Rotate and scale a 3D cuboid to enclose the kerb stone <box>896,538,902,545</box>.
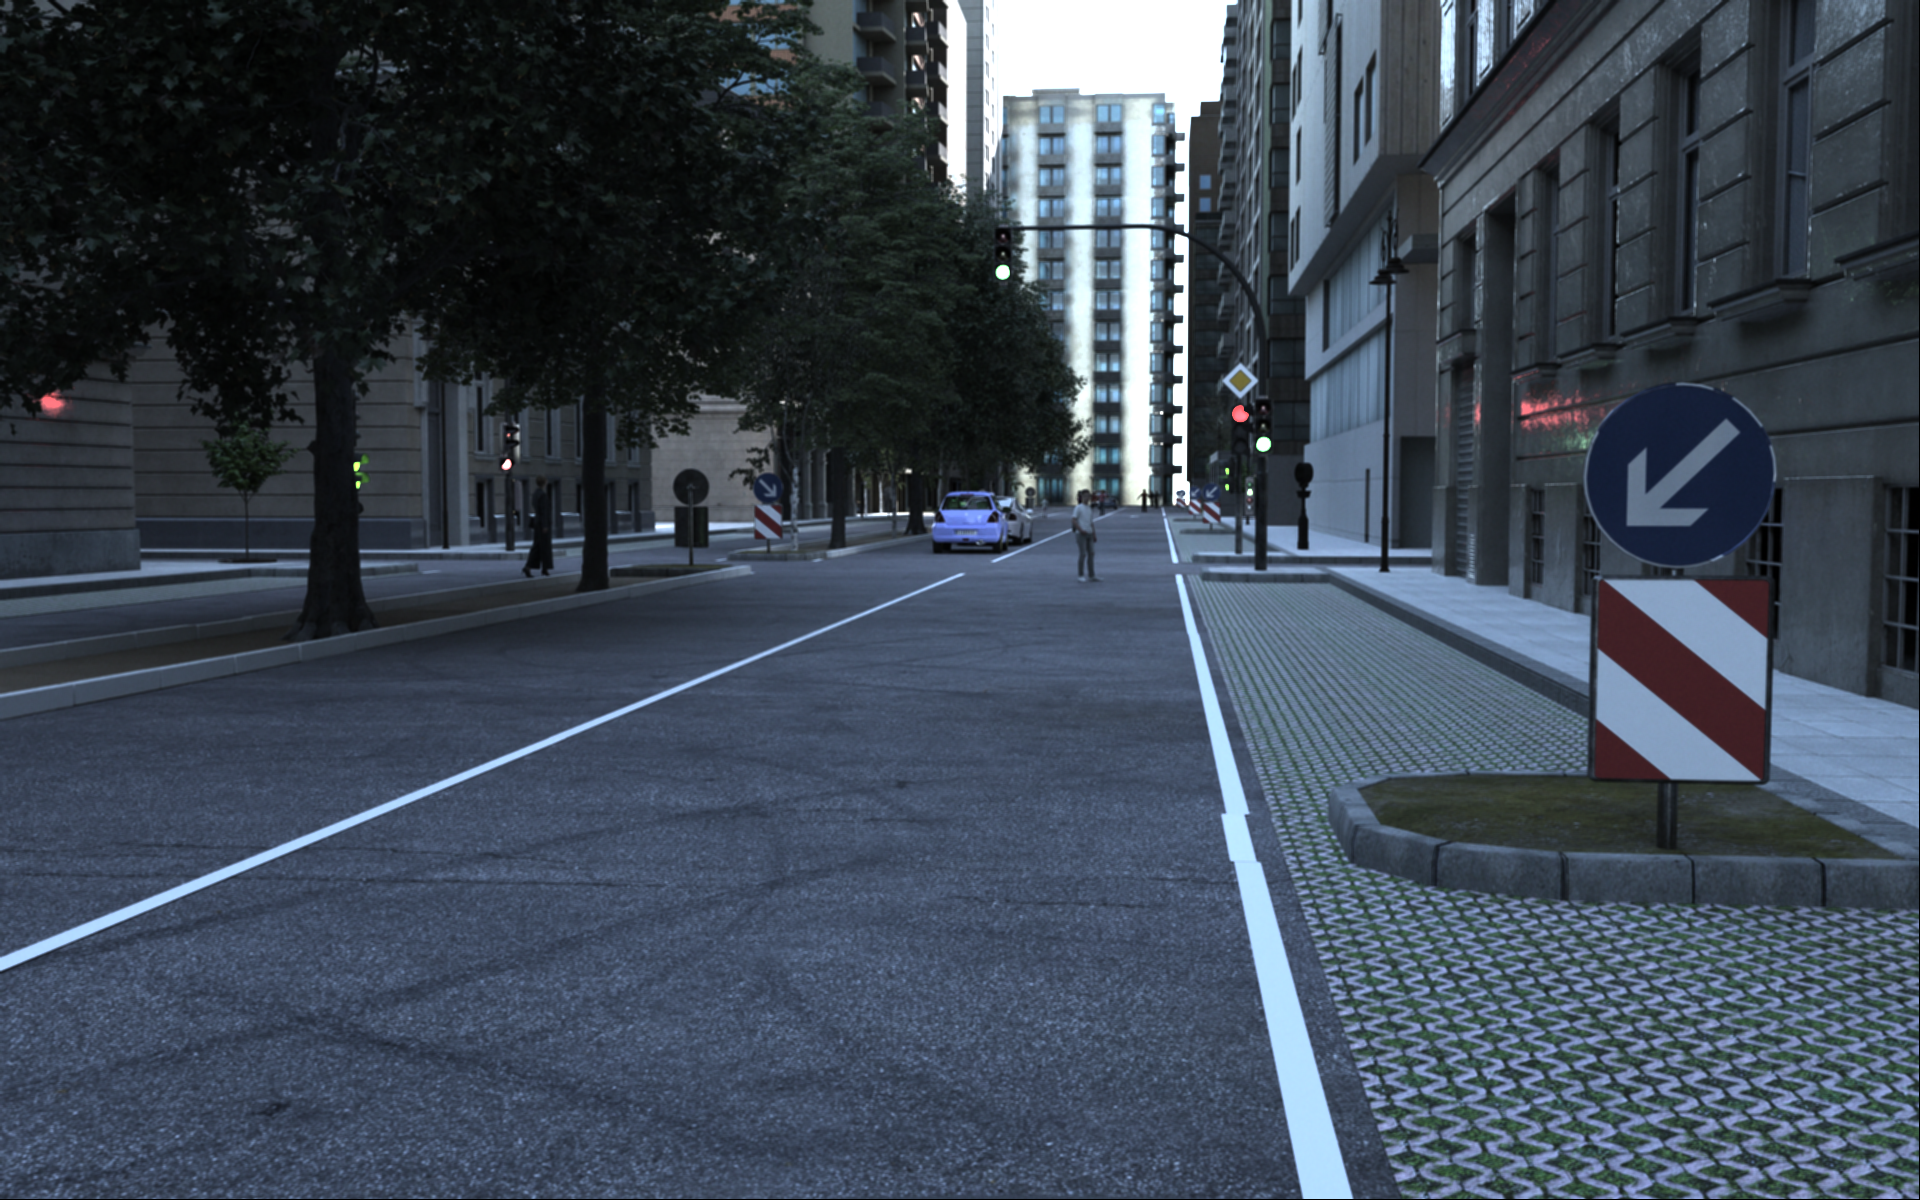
[{"bbox_3d":[-1.822,-1.601,48.367,0.120,0.150,1.000,0,4,7],"label":"kerb stone"}]

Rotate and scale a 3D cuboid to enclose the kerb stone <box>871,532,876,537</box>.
[{"bbox_3d":[-2.965,-2.113,56.748,0.120,0.150,1.000,0,4,7],"label":"kerb stone"}]

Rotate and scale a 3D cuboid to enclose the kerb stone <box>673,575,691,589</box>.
[{"bbox_3d":[-4.340,-0.262,26.475,0.120,0.150,1.000,0,4,7],"label":"kerb stone"}]

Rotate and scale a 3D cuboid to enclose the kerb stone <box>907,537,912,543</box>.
[{"bbox_3d":[-1.588,-1.726,50.413,0.120,0.150,1.000,0,4,7],"label":"kerb stone"}]

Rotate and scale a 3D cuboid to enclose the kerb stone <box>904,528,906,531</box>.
[{"bbox_3d":[-2.148,-2.549,63.874,0.120,0.150,1.000,0,4,7],"label":"kerb stone"}]

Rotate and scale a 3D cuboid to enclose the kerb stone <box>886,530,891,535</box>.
[{"bbox_3d":[-2.616,-2.297,59.802,0.120,0.150,1.000,0,4,7],"label":"kerb stone"}]

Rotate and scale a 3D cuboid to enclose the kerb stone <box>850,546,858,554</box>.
[{"bbox_3d":[-2.643,-1.163,41.239,0.120,0.150,1.000,0,4,7],"label":"kerb stone"}]

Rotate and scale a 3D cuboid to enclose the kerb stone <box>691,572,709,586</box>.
[{"bbox_3d":[-4.218,-0.324,27.498,0.120,0.150,1.000,0,4,7],"label":"kerb stone"}]

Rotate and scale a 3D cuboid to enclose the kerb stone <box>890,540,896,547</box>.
[{"bbox_3d":[-1.941,-1.538,47.342,0.120,0.150,1.000,0,4,7],"label":"kerb stone"}]

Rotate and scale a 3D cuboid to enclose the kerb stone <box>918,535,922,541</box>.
[{"bbox_3d":[-1.355,-1.849,52.450,0.120,0.150,1.000,0,4,7],"label":"kerb stone"}]

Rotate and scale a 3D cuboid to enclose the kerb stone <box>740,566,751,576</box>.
[{"bbox_3d":[-3.865,-0.509,30.553,0.120,0.150,1.000,0,4,7],"label":"kerb stone"}]

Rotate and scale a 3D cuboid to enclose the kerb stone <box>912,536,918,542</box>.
[{"bbox_3d":[-1.465,-1.788,51.428,0.120,0.150,1.000,0,4,7],"label":"kerb stone"}]

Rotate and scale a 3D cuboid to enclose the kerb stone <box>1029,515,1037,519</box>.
[{"bbox_3d":[4.267,-4.842,101.358,0.120,0.150,1.000,0,4,7],"label":"kerb stone"}]

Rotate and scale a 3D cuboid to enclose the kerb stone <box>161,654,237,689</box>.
[{"bbox_3d":[-5.863,0.554,13.222,0.120,0.150,1.000,0,4,7],"label":"kerb stone"}]

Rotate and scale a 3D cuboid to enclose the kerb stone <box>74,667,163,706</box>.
[{"bbox_3d":[-5.980,0.614,12.207,0.120,0.150,1.000,0,4,7],"label":"kerb stone"}]

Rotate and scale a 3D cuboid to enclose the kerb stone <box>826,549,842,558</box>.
[{"bbox_3d":[-2.882,-1.039,39.195,0.120,0.150,1.000,0,4,7],"label":"kerb stone"}]

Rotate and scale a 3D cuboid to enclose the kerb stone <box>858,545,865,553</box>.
[{"bbox_3d":[-2.525,-1.227,42.254,0.120,0.150,1.000,0,4,7],"label":"kerb stone"}]

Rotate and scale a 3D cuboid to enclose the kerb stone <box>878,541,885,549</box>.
[{"bbox_3d":[-2.171,-1.413,45.304,0.120,0.150,1.000,0,4,7],"label":"kerb stone"}]

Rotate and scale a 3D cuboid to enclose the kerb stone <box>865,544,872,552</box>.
[{"bbox_3d":[-2.405,-1.289,43.270,0.120,0.150,1.000,0,4,7],"label":"kerb stone"}]

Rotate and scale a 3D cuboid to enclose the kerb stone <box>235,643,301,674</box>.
[{"bbox_3d":[-5.744,0.492,14.242,0.120,0.150,1.000,0,4,7],"label":"kerb stone"}]

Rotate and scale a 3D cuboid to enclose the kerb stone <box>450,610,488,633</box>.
[{"bbox_3d":[-5.275,0.241,18.327,0.120,0.150,1.000,0,4,7],"label":"kerb stone"}]

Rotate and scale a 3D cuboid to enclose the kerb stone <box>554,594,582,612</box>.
[{"bbox_3d":[-4.923,0.052,21.380,0.120,0.150,1.000,0,4,7],"label":"kerb stone"}]

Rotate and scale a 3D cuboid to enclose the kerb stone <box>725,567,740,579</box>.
[{"bbox_3d":[-3.982,-0.449,29.532,0.120,0.150,1.000,0,4,7],"label":"kerb stone"}]

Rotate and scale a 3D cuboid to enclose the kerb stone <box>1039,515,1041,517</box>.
[{"bbox_3d":[4.625,-5.023,104.405,0.120,0.150,1.000,0,4,7],"label":"kerb stone"}]

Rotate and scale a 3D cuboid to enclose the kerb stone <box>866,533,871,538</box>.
[{"bbox_3d":[-3.086,-2.051,55.733,0.120,0.150,1.000,0,4,7],"label":"kerb stone"}]

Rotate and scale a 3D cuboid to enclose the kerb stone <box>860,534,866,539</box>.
[{"bbox_3d":[-3.201,-1.987,54.717,0.120,0.150,1.000,0,4,7],"label":"kerb stone"}]

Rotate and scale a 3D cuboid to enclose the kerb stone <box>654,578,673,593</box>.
[{"bbox_3d":[-4.451,-0.198,25.459,0.120,0.150,1.000,0,4,7],"label":"kerb stone"}]

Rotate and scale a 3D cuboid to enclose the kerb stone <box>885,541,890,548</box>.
[{"bbox_3d":[-2.068,-1.476,46.321,0.120,0.150,1.000,0,4,7],"label":"kerb stone"}]

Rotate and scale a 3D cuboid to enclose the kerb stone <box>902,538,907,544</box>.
[{"bbox_3d":[-1.702,-1.663,49.394,0.120,0.150,1.000,0,4,7],"label":"kerb stone"}]

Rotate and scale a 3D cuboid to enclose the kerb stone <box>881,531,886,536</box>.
[{"bbox_3d":[-2.732,-2.238,58.786,0.120,0.150,1.000,0,4,7],"label":"kerb stone"}]

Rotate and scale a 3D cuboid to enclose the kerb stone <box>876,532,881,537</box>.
[{"bbox_3d":[-2.859,-2.175,57.765,0.120,0.150,1.000,0,4,7],"label":"kerb stone"}]

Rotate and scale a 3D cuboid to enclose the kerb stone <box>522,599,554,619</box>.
[{"bbox_3d":[-5.036,0.114,20.365,0.120,0.150,1.000,0,4,7],"label":"kerb stone"}]

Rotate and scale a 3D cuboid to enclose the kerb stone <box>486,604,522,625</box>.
[{"bbox_3d":[-5.158,0.175,19.342,0.120,0.150,1.000,0,4,7],"label":"kerb stone"}]

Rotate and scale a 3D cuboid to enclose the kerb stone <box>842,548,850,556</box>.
[{"bbox_3d":[-2.757,-1.103,40.223,0.120,0.150,1.000,0,4,7],"label":"kerb stone"}]

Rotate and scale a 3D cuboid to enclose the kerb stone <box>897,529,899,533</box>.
[{"bbox_3d":[-2.390,-2.425,61.838,0.120,0.150,1.000,0,4,7],"label":"kerb stone"}]

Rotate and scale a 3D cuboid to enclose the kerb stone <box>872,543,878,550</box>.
[{"bbox_3d":[-2.293,-1.351,44.286,0.120,0.150,1.000,0,4,7],"label":"kerb stone"}]

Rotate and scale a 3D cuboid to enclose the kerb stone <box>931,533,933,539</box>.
[{"bbox_3d":[-0.996,-2.036,55.510,0.120,0.150,1.000,0,4,7],"label":"kerb stone"}]

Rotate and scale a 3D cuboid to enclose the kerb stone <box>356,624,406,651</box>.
[{"bbox_3d":[-5.507,0.362,16.285,0.120,0.150,1.000,0,4,7],"label":"kerb stone"}]

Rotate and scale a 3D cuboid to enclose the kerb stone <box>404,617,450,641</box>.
[{"bbox_3d":[-5.386,0.299,17.306,0.120,0.150,1.000,0,4,7],"label":"kerb stone"}]

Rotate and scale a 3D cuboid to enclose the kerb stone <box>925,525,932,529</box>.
[{"bbox_3d":[-1.216,-3.047,72.027,0.120,0.150,1.000,0,4,7],"label":"kerb stone"}]

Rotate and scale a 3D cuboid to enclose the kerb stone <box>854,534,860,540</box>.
[{"bbox_3d":[-3.322,-1.926,53.697,0.120,0.150,1.000,0,4,7],"label":"kerb stone"}]

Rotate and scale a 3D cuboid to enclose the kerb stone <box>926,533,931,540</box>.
[{"bbox_3d":[-1.115,-1.975,54.486,0.120,0.150,1.000,0,4,7],"label":"kerb stone"}]

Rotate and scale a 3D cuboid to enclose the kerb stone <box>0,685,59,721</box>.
[{"bbox_3d":[-6.092,0.675,11.181,0.120,0.150,1.000,0,4,7],"label":"kerb stone"}]

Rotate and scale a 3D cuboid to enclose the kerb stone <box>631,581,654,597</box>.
[{"bbox_3d":[-4.566,-0.137,24.443,0.120,0.150,1.000,0,4,7],"label":"kerb stone"}]

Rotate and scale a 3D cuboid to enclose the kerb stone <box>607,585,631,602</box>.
[{"bbox_3d":[-4.690,-0.070,23.418,0.120,0.150,1.000,0,4,7],"label":"kerb stone"}]

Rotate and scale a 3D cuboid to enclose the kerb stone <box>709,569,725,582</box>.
[{"bbox_3d":[-4.102,-0.386,28.513,0.120,0.150,1.000,0,4,7],"label":"kerb stone"}]

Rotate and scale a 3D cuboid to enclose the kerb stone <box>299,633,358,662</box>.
[{"bbox_3d":[-5.619,0.427,15.263,0.120,0.150,1.000,0,4,7],"label":"kerb stone"}]

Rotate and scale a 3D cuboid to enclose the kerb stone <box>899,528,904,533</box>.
[{"bbox_3d":[-2.274,-2.481,62.856,0.120,0.150,1.000,0,4,7],"label":"kerb stone"}]

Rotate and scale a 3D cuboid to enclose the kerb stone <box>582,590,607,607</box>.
[{"bbox_3d":[-4.809,-0.012,22.397,0.120,0.150,1.000,0,4,7],"label":"kerb stone"}]

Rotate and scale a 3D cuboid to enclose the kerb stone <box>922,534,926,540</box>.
[{"bbox_3d":[-1.239,-1.913,53.471,0.120,0.150,1.000,0,4,7],"label":"kerb stone"}]
